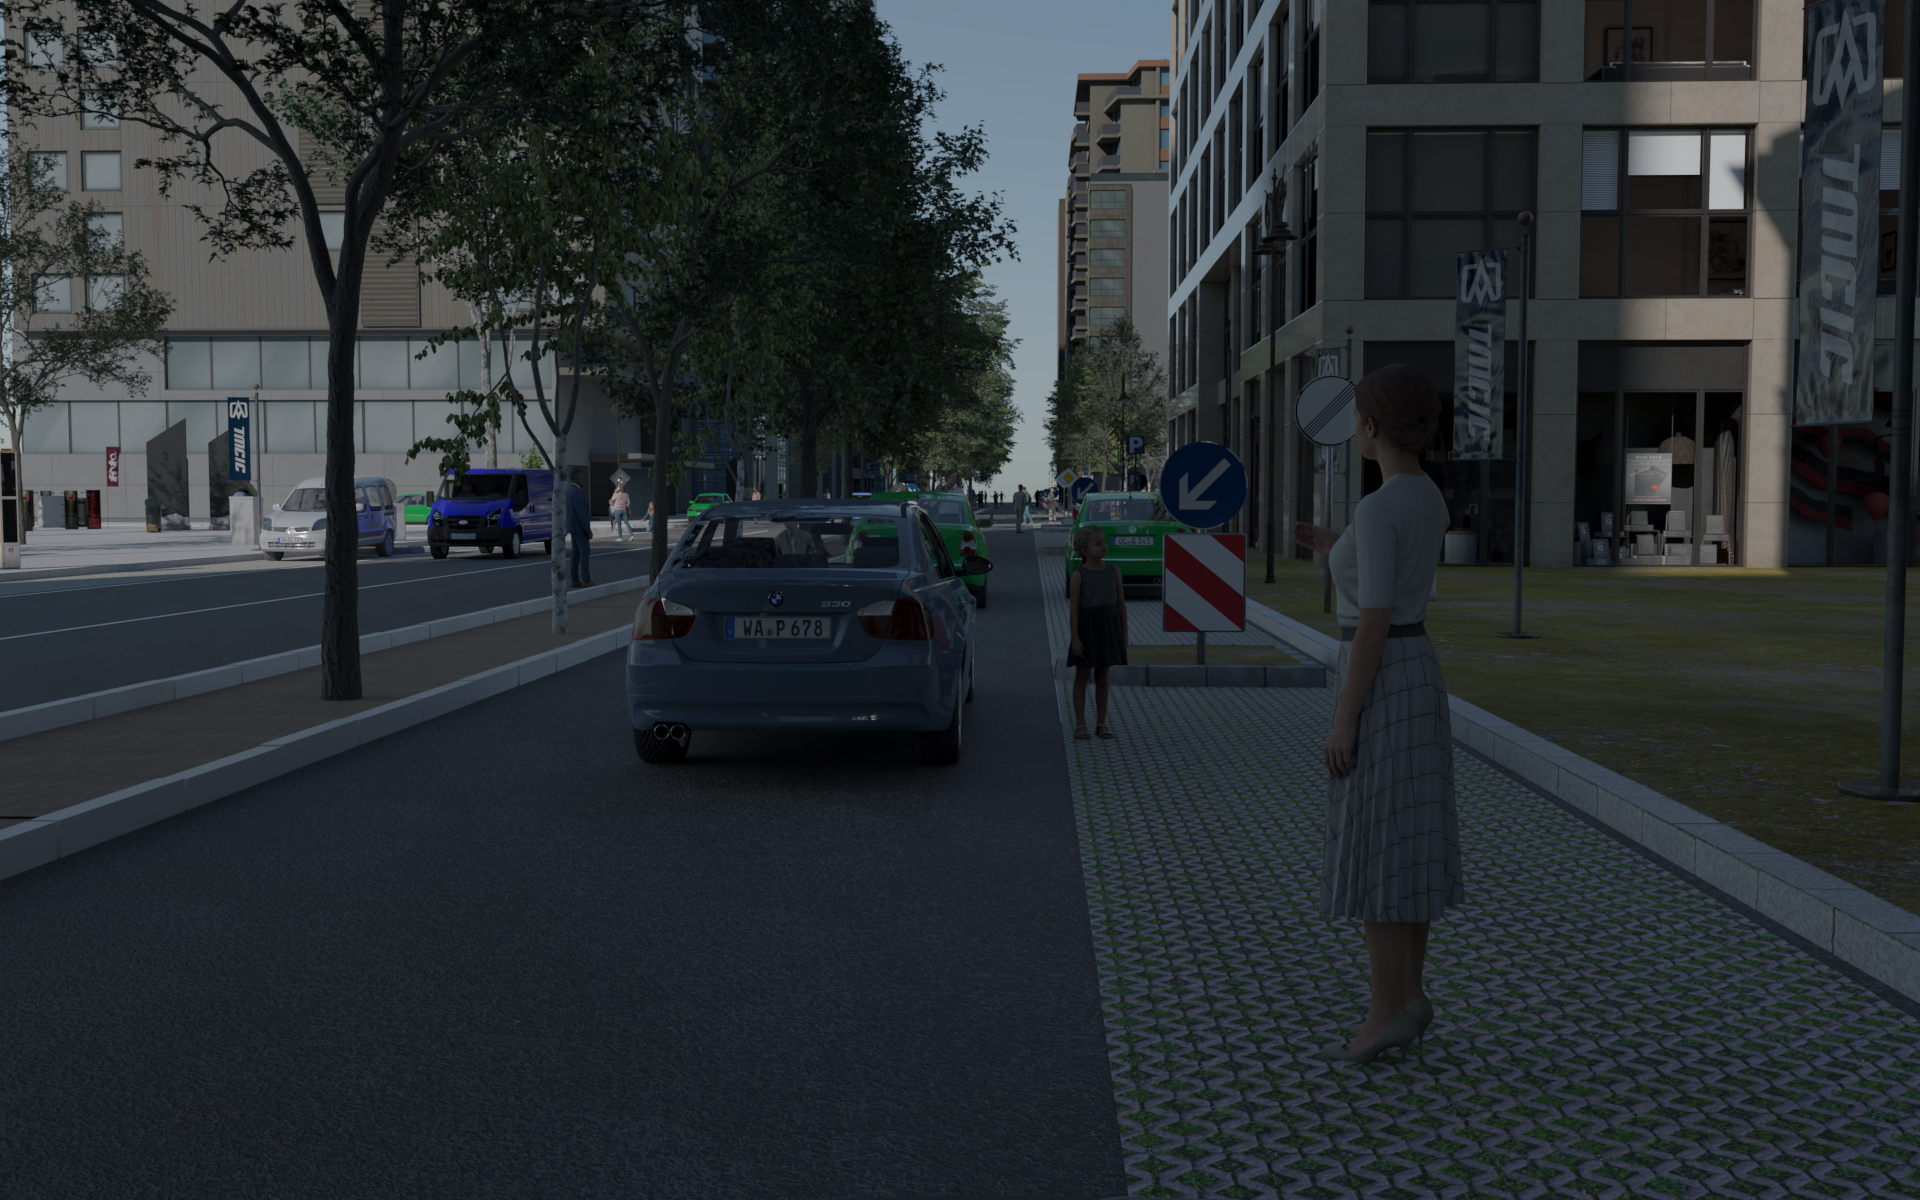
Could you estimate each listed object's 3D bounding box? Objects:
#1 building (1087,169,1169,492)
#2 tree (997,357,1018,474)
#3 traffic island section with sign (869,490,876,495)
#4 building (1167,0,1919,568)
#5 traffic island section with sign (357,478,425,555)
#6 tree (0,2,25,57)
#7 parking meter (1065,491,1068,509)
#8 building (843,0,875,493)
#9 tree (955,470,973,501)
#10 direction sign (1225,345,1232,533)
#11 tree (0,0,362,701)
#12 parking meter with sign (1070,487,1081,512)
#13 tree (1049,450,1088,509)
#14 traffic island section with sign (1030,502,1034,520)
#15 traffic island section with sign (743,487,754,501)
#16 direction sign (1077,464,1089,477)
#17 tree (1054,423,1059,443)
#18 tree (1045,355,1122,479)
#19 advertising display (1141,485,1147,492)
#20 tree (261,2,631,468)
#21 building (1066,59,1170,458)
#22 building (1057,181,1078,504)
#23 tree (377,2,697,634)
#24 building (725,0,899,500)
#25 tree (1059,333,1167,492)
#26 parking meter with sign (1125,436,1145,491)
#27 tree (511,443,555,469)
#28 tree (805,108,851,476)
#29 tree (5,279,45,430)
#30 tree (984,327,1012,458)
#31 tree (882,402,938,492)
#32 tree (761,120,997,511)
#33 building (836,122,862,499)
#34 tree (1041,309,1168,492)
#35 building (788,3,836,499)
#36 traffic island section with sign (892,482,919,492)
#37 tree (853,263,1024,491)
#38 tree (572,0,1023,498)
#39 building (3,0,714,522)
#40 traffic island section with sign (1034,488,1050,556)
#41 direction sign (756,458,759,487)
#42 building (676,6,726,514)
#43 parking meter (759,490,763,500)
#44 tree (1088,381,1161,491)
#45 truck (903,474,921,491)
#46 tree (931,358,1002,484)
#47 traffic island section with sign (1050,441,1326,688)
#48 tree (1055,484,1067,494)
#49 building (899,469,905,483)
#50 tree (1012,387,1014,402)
[{"bbox_3d":[18.596,-23.635,158.130,14.160,30.474,14.107,0,4,2],"label":"building"},{"bbox_3d":[0.016,-11.900,115.149,7.486,12.596,7.792,0,3,0],"label":"tree"},{"bbox_3d":[-8.743,-10.096,173.691,1.989,1.847,2.006,0,4,2],"label":"traffic island section with sign"},{"bbox_3d":[16.603,-14.788,46.298,19.350,26.468,34.151,0,4,2],"label":"building"},{"bbox_3d":[-13.987,-2.012,41.517,1.989,1.847,2.006,0,4,2],"label":"traffic island section with sign"},{"bbox_3d":[-15.818,-10.122,21.381,12.611,20.169,13.585,0,3,0],"label":"tree"},{"bbox_3d":[9.123,-8.521,147.730,0.372,1.533,0.369,0,3,0],"label":"parking meter"},{"bbox_3d":[-20.989,-47.177,209.596,20.563,71.187,20.611,0,4,2],"label":"building"},{"bbox_3d":[0.585,-11.344,138.289,4.737,8.622,4.395,0,3,0],"label":"tree"},{"bbox_3d":[4.144,-2.129,26.803,0.379,3.537,0.876,1,4,13],"label":"direction sign"},{"bbox_3d":[-4.341,-4.558,11.386,8.767,10.594,7.601,0,4,2],"label":"tree"},{"bbox_3d":[8.739,-7.834,124.349,1.738,3.016,0.543,-1,4,-12],"label":"parking meter with sign"},{"bbox_3d":[9.859,-12.180,149.509,4.737,8.622,4.395,0,3,0],"label":"tree"},{"bbox_3d":[4.996,-5.320,95.617,1.989,1.847,2.006,0,4,2],"label":"traffic island section with sign"},{"bbox_3d":[-11.806,-5.370,96.420,1.989,1.847,2.006,0,4,2],"label":"traffic island section with sign"},{"bbox_3d":[9.161,-8.398,129.298,0.876,3.537,0.379,0,4,-2],"label":"direction sign"},{"bbox_3d":[8.340,-10.126,115.926,4.360,8.622,3.978,0,3,0],"label":"tree"},{"bbox_3d":[10.170,-13.591,140.332,7.486,12.596,7.792,0,3,0],"label":"tree"},{"bbox_3d":[12.555,-6.996,119.590,0.123,1.923,0.974,-2,4,-33],"label":"advertising display"},{"bbox_3d":[-16.147,-12.181,55.046,12.611,20.169,13.585,0,3,0],"label":"tree"},{"bbox_3d":[22.731,-32.077,179.076,22.147,44.769,28.867,0,4,2],"label":"building"},{"bbox_3d":[21.293,-36.981,254.750,14.600,45.320,14.200,0,4,2],"label":"building"},{"bbox_3d":[-4.124,-3.968,17.699,4.737,8.622,4.395,0,3,0],"label":"tree"},{"bbox_3d":[-19.642,-57.195,247.813,22.319,86.520,31.000,0,4,2],"label":"building"},{"bbox_3d":[7.625,-7.899,79.504,4.360,8.622,3.978,0,3,0],"label":"tree"},{"bbox_3d":[5.290,-3.456,52.769,0.543,3.016,1.738,0,4,2],"label":"parking meter with sign"},{"bbox_3d":[-15.847,-4.294,64.812,1.663,3.219,1.824,0,3,0],"label":"tree"},{"bbox_3d":[-3.880,-4.734,30.213,4.737,8.622,4.395,0,3,0],"label":"tree"},{"bbox_3d":[-30.116,-6.263,52.755,4.360,8.622,3.978,0,3,0],"label":"tree"},{"bbox_3d":[-2.668,-7.657,62.058,8.767,10.594,7.601,0,4,2],"label":"tree"},{"bbox_3d":[-2.304,-6.286,55.597,4.360,8.622,3.978,0,3,0],"label":"tree"},{"bbox_3d":[-3.034,-7.757,47.418,7.486,12.596,7.792,0,3,0],"label":"tree"},{"bbox_3d":[-22.407,-34.562,188.782,21.300,48.544,21.600,0,4,2],"label":"building"},{"bbox_3d":[7.470,-9.321,86.806,7.601,10.594,8.767,1,4,11],"label":"tree"},{"bbox_3d":[-23.777,-37.989,163.120,21.231,58.520,28.212,0,4,2],"label":"building"},{"bbox_3d":[-2.017,-3.992,73.411,2.006,1.907,1.989,0,4,2],"label":"traffic island section with sign"},{"bbox_3d":[-1.543,-10.447,79.920,9.857,13.997,8.962,0,3,0],"label":"tree"},{"bbox_3d":[-3.412,-7.298,38.789,9.611,12.733,9.660,0,3,0],"label":"tree"},{"bbox_3d":[-28.563,-30.564,88.967,28.713,52.752,27.495,0,4,2],"label":"building"},{"bbox_3d":[2.819,-1.970,40.844,1.989,1.847,2.006,0,4,2],"label":"traffic island section with sign"},{"bbox_3d":[-12.827,-7.214,109.951,0.379,3.537,0.876,0,4,2],"label":"direction sign"},{"bbox_3d":[-23.877,-49.681,124.958,22.319,86.520,31.000,0,4,2],"label":"building"},{"bbox_3d":[-12.867,-6.291,111.275,0.372,1.533,0.369,0,3,0],"label":"parking meter"},{"bbox_3d":[10.706,-9.737,109.564,4.737,8.622,4.395,0,3,0],"label":"tree"},{"bbox_3d":[-4.634,-12.461,193.490,2.967,4.110,18.799,0,4,0],"label":"truck"},{"bbox_3d":[-0.808,-10.873,105.993,9.928,11.665,9.643,0,3,0],"label":"tree"},{"bbox_3d":[1.741,-0.311,13.713,1.989,1.847,2.006,0,4,2],"label":"traffic island section with sign"},{"bbox_3d":[11.642,-12.626,201.041,1.663,3.219,1.824,0,3,0],"label":"tree"},{"bbox_3d":[-21.168,-26.626,280.366,27.650,21.520,28.899,0,4,2],"label":"building"},{"bbox_3d":[-1.488,-9.336,89.505,8.767,10.594,7.601,0,4,2],"label":"tree"}]
